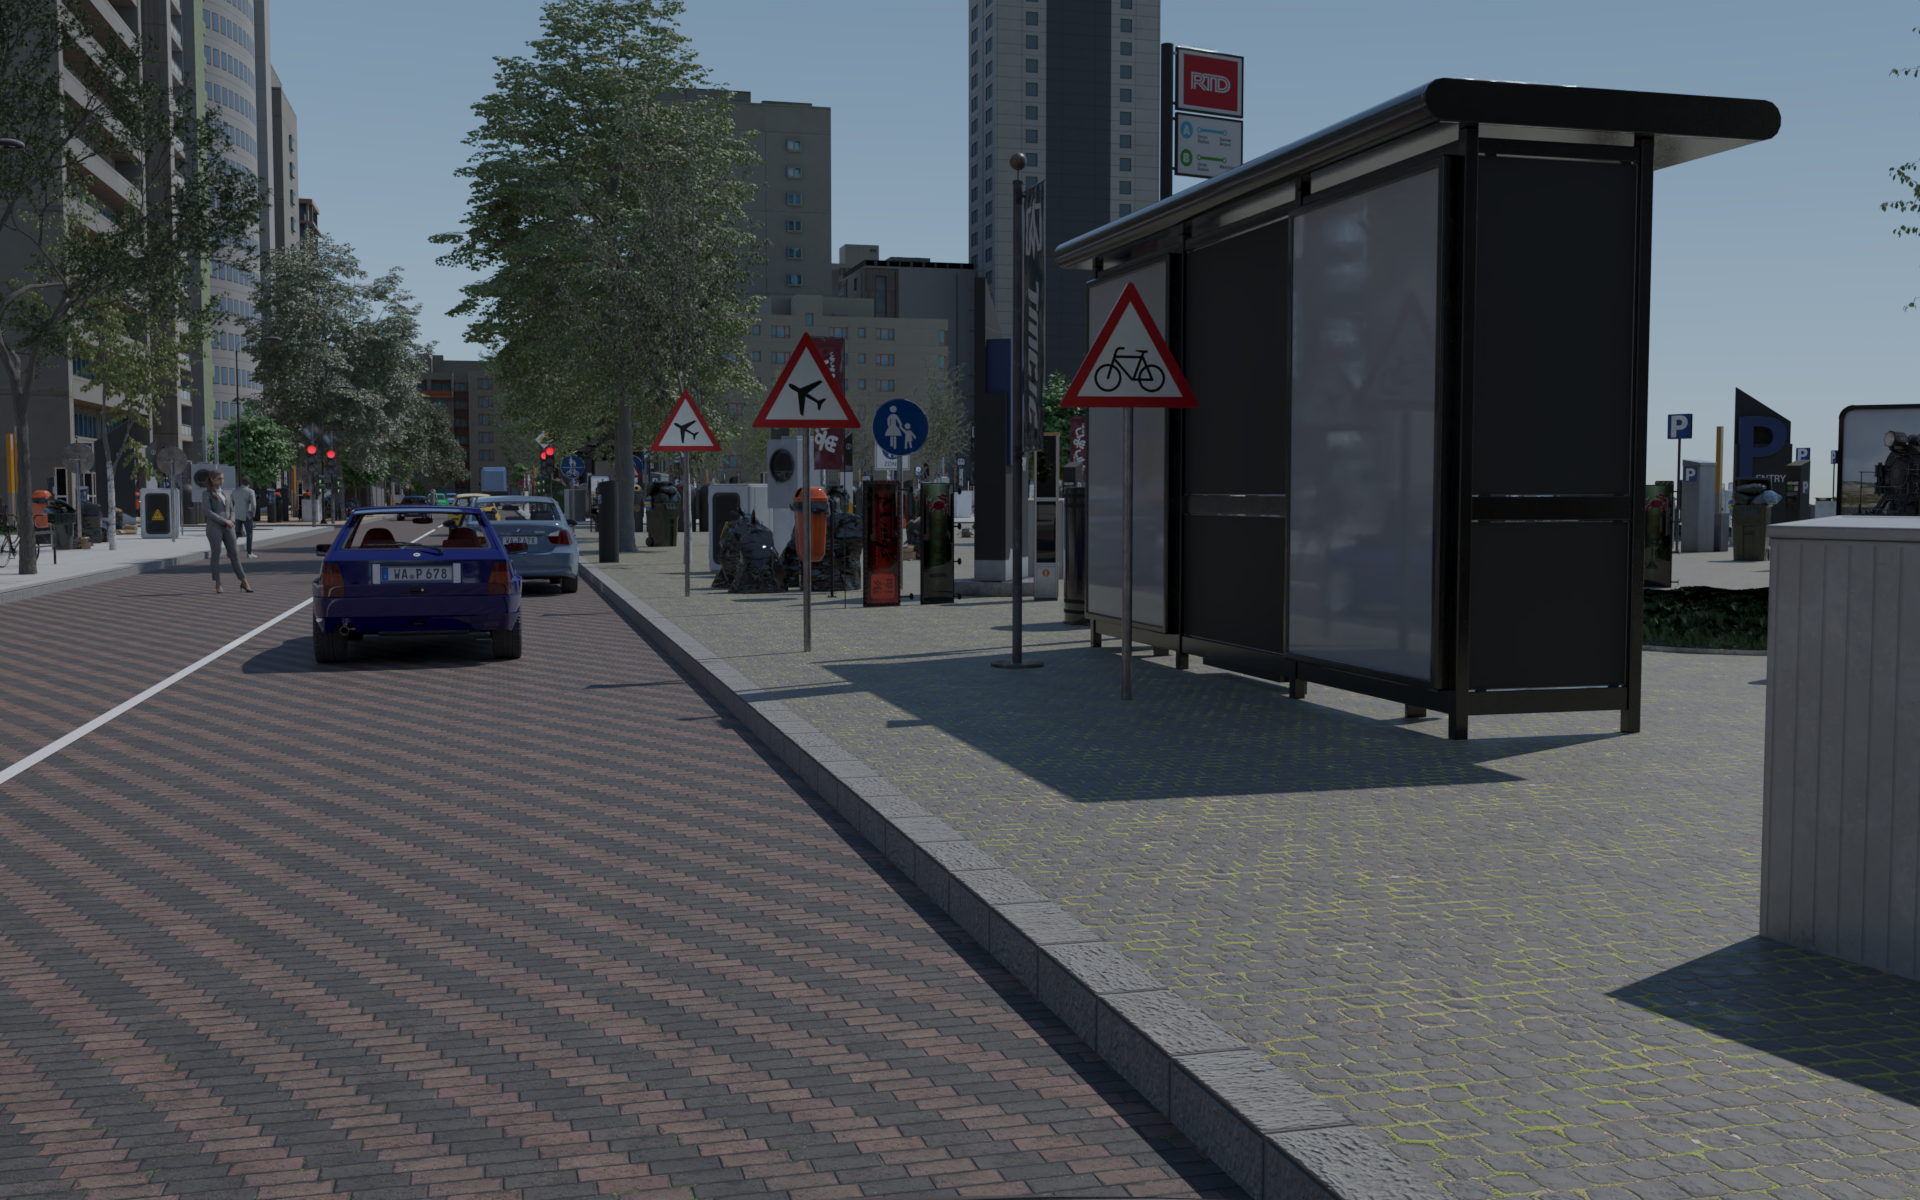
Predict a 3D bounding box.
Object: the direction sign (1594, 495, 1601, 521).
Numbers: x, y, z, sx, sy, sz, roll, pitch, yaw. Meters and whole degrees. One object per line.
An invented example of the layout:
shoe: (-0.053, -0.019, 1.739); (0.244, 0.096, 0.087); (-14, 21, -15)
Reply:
direction sign: (6.947, -1.641, 18.829); (0.876, 3.537, 0.379); (3, 4, 37)

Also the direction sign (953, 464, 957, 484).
direction sign: (-0.143, -8.419, 129.649); (0.876, 3.537, 0.379); (1, 4, 22)

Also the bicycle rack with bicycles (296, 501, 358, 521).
bicycle rack with bicycles: (-31.808, -4.486, 86.735); (2.925, 0.926, 2.852); (0, 4, 2)

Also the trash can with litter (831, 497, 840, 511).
trash can with litter: (-4.905, -2.585, 53.321); (1.678, 1.210, 2.233); (2, 4, 26)

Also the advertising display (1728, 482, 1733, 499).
advertising display: (42.348, -5.453, 94.374); (0.123, 1.923, 0.974); (-3, 5, -40)

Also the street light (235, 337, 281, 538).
street light: (-20.745, -4.811, 51.195); (1.470, 5.913, 1.316); (-1, 4, -15)

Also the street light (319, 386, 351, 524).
street light: (-26.838, -6.232, 74.439); (1.470, 5.913, 1.316); (-1, 4, -15)

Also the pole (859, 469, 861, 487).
pole: (-8.224, -9.068, 142.099); (0.158, 3.312, 0.155); (0, 3, 0)

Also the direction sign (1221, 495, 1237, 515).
direction sign: (3.257, -1.795, 21.344); (0.379, 3.537, 0.876); (-1, 4, -14)

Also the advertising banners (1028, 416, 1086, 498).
advertising banners: (2.013, -2.623, 39.078); (2.074, 3.025, 0.090); (2, 4, 28)

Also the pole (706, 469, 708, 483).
pole: (-20.809, -9.091, 142.485); (0.158, 3.312, 0.155); (0, 3, 0)

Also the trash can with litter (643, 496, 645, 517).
trash can with litter: (-17.781, -5.151, 95.605); (0.624, 1.170, 1.055); (2, 4, 29)

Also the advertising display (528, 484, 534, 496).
advertising display: (-28.285, -6.668, 114.230); (0.123, 1.923, 0.974); (-2, 4, -28)

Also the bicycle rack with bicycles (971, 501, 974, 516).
bicycle rack with bicycles: (1.610, -5.193, 98.288); (2.925, 0.926, 2.852); (3, 5, 39)

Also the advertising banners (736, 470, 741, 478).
advertising banners: (-16.734, -8.023, 127.365); (0.090, 3.025, 2.074); (-3, 5, -44)

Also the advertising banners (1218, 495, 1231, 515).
advertising banners: (9.020, -4.136, 63.818); (2.074, 3.025, 0.090); (0, 4, 2)

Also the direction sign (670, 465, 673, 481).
direction sign: (-22.214, -8.751, 135.081); (0.379, 3.537, 0.876); (3, 5, 44)

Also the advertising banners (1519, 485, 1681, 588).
advertising banners: (8.875, -1.702, 24.011); (2.074, 3.025, 0.090); (2, 4, 24)

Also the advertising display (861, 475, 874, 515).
advertising display: (-3.103, -3.232, 58.061); (0.123, 1.923, 0.974); (-1, 4, -21)

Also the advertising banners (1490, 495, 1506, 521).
advertising banners: (9.620, -2.154, 31.403); (2.074, 3.025, 0.090); (1, 4, 10)

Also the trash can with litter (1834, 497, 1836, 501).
trash can with litter: (42.268, -4.458, 83.940); (1.678, 1.210, 2.233); (-3, 5, -39)

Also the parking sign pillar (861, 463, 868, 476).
parking sign pillar: (-8.174, -9.907, 150.448); (1.447, 3.967, 1.447); (1, 4, 14)

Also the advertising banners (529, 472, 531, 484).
advertising banners: (-33.385, -8.557, 136.094); (0.090, 3.025, 2.074); (2, 4, 24)

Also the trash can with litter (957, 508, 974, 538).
trash can with litter: (0.463, -2.435, 51.207); (1.055, 1.170, 0.624); (-1, 4, -9)

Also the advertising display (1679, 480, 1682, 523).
advertising display: (32.312, -4.425, 77.556); (0.123, 1.923, 0.974); (2, 4, 27)

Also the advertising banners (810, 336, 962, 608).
advertising banners: (-0.867, -1.440, 19.728); (2.074, 3.025, 0.090); (-2, 4, -33)

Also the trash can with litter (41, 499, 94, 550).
trash can with litter: (-20.624, -1.753, 40.042); (0.624, 1.170, 1.055); (1, 4, 15)

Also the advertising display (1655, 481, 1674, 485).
advertising display: (33.686, -4.749, 82.864); (0.123, 1.923, 0.974); (-2, 4, -33)

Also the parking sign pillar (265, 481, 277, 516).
parking sign pillar: (-41.086, -6.961, 102.286); (1.447, 3.967, 1.447); (-3, 4, -38)

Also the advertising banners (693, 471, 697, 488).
advertising banners: (-20.795, -8.393, 133.407); (0.090, 3.025, 2.074); (2, 4, 24)

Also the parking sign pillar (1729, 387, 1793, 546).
parking sign pillar: (20.125, -3.362, 43.433); (1.447, 3.967, 1.447); (1, 4, 15)

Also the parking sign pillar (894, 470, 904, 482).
parking sign pillar: (-3.501, -6.671, 97.539); (1.447, 3.967, 1.447); (1, 4, 13)

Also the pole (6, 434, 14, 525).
pole: (-32.215, -3.973, 58.795); (0.158, 3.312, 0.155); (0, 3, 0)

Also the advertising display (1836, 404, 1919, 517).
advertising display: (6.805, -0.439, 12.390); (0.974, 1.923, 0.123); (2, 4, 30)

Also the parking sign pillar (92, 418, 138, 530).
parking sign pillar: (-29.660, -4.417, 60.688); (1.447, 3.967, 1.447); (-3, 5, -43)

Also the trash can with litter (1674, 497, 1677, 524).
trash can with litter: (23.964, -2.919, 59.107); (1.055, 1.170, 0.624); (3, 4, 37)

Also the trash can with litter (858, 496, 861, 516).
trash can with litter: (-4.065, -4.256, 80.648); (2.233, 1.210, 1.678); (-1, 4, -20)

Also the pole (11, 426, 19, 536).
pole: (-28.052, -3.537, 51.674); (0.158, 3.312, 0.155); (0, 3, 0)

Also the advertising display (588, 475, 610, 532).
advertising display: (-12.206, -3.267, 58.633); (0.123, 1.923, 0.974); (2, 4, 31)

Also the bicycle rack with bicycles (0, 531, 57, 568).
bicycle rack with bicycles: (-17.339, -1.043, 30.430); (2.852, 0.926, 2.925); (-1, 4, -10)

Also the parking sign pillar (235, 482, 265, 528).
parking sign pillar: (-27.421, -4.706, 65.418); (1.447, 3.967, 1.447); (0, 4, 2)

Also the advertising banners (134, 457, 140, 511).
advertising banners: (-37.043, -5.080, 79.249); (2.074, 3.025, 0.090); (0, 4, -1)

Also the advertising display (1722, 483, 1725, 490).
advertising display: (45.869, -6.078, 104.582); (0.974, 1.923, 0.123); (-3, 4, -38)

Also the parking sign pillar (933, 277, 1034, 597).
parking sign pillar: (0.540, -2.063, 22.207); (1.447, 3.967, 1.447); (1, 4, 15)

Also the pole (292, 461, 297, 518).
pole: (-36.299, -6.151, 94.414); (0.158, 3.312, 0.155); (0, 3, 0)

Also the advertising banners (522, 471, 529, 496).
advertising banners: (-33.454, -8.362, 132.906); (0.090, 3.025, 2.074); (-1, 4, -9)

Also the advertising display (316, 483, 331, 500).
advertising display: (-37.099, -5.865, 101.110); (0.974, 1.923, 0.123); (-3, 5, -45)

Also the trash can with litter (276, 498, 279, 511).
trash can with litter: (-32.368, -4.338, 82.316); (0.624, 1.170, 1.055); (-3, 5, -40)

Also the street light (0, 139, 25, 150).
street light: (-12.931, -3.067, 22.683); (1.470, 5.913, 1.316); (-1, 4, -15)

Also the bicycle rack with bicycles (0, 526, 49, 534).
bicycle rack with bicycles: (-33.678, -2.886, 60.576); (2.852, 0.926, 2.925); (-2, 4, -32)

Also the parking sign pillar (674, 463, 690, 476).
parking sign pillar: (-15.651, -6.661, 97.373); (1.447, 3.967, 1.447); (-2, 4, -35)

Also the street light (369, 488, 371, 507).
street light: (-34.711, -8.006, 103.446); (1.470, 5.913, 1.316); (-1, 4, -15)

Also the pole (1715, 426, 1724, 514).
pole: (22.825, -3.563, 52.100); (0.158, 3.312, 0.155); (0, 3, 0)

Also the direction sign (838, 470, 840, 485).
direction sign: (-6.672, -6.364, 96.047); (0.379, 3.537, 0.876); (1, 4, 9)

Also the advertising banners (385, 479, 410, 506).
advertising banners: (-46.867, -9.073, 144.528); (2.074, 3.025, 0.090); (-1, 4, -19)

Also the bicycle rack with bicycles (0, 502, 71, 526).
bicycle rack with bicycles: (-40.605, -3.847, 76.287); (2.852, 0.926, 2.925); (-3, 5, -43)

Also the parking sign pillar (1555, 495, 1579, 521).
parking sign pillar: (21.576, -4.429, 60.893); (1.447, 3.967, 1.447); (-2, 4, -25)

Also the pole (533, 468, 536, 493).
pole: (-33.130, -8.633, 135.000); (0.158, 3.312, 0.155); (0, 3, 0)
